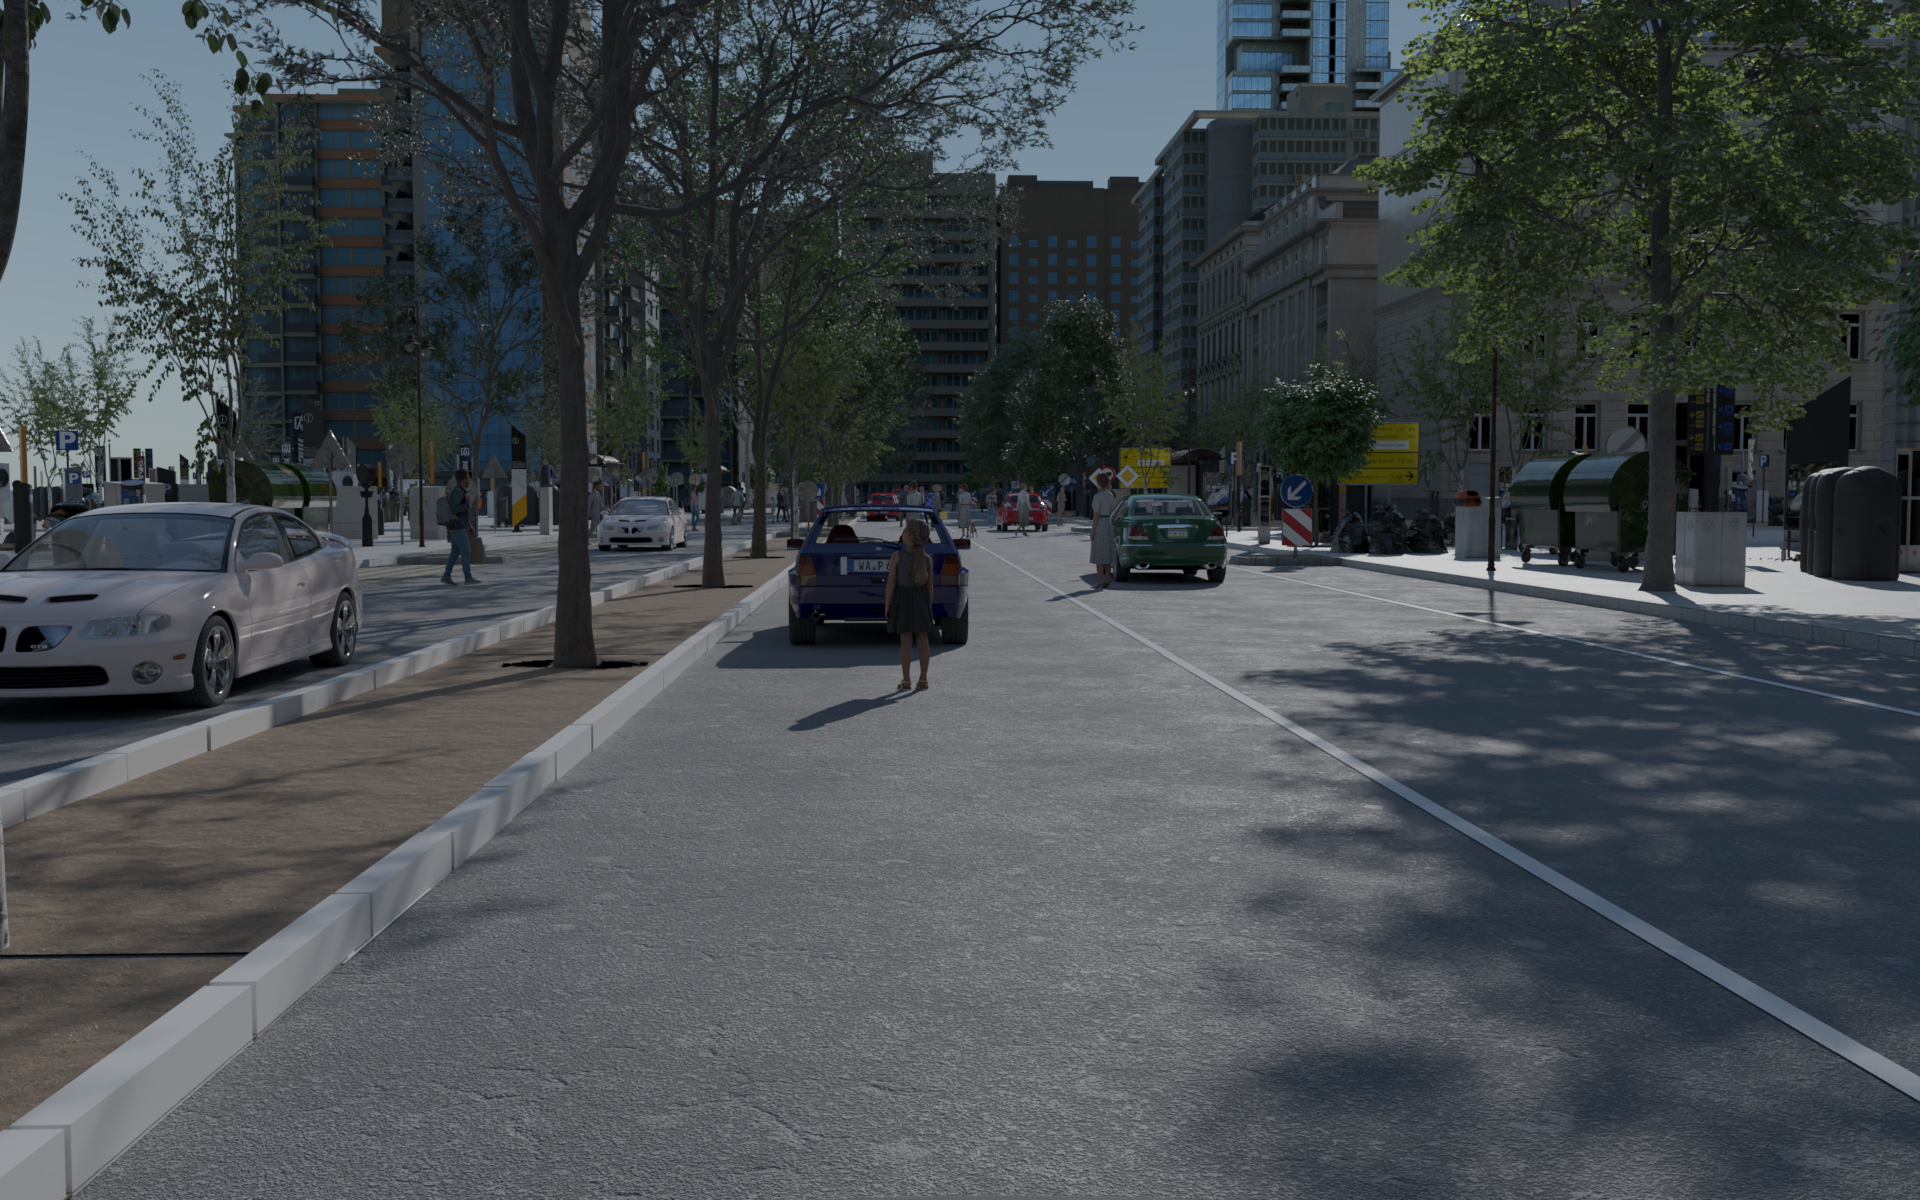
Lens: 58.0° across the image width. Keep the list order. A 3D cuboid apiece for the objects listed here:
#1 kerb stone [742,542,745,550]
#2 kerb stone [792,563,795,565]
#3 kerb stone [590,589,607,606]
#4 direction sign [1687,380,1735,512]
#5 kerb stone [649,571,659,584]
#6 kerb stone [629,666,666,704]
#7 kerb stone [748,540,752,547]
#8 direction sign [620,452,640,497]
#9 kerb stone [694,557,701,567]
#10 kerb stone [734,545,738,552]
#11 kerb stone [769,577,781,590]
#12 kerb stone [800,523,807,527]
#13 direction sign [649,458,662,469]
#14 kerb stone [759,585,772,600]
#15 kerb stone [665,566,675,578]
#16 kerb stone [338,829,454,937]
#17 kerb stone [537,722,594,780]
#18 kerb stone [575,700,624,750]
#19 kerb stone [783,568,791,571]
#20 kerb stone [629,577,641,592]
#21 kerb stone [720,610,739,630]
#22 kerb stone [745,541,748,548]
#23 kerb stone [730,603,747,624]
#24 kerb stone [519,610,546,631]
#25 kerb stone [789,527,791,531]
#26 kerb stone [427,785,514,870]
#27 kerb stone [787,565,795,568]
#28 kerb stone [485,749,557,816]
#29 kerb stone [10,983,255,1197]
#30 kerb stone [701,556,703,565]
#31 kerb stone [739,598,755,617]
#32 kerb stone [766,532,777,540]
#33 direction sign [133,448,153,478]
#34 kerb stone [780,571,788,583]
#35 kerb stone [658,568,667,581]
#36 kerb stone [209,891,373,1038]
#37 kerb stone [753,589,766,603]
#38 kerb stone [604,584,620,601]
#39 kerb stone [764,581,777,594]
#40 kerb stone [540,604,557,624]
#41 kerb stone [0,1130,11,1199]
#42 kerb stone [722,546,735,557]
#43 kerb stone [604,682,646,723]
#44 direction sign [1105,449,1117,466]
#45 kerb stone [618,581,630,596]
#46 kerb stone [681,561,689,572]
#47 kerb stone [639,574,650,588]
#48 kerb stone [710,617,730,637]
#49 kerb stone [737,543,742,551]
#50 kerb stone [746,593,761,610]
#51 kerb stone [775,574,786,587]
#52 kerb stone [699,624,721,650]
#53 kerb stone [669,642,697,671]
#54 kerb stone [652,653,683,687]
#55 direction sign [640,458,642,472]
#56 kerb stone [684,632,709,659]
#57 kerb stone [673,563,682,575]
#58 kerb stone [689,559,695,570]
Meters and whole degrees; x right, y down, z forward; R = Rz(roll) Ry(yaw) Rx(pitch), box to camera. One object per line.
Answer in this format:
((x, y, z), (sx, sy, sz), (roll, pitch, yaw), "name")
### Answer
((-5.606, -1.326, 43.888), (0.120, 0.150, 1.000), (0, 4, -2), "kerb stone")
((-2.977, -0.513, 30.642), (0.120, 0.150, 1.000), (0, 4, -2), "kerb stone")
((-4.735, -0.012, 22.385), (0.120, 0.150, 1.000), (0, 4, -2), "kerb stone")
((15.040, -2.615, 34.751), (0.876, 3.537, 0.379), (2, 4, 34), "direction sign")
((-4.946, -0.324, 27.501), (0.120, 0.150, 1.000), (0, 4, -2), "kerb stone")
((-2.219, 0.611, 12.213), (0.120, 0.150, 1.000), (0, 4, -2), "kerb stone")
((-5.690, -1.452, 45.931), (0.120, 0.150, 1.000), (0, 4, -2), "kerb stone")
((-17.927, -6.208, 93.490), (0.876, 3.537, 0.379), (-3, 4, -38), "direction sign")
((-5.194, -0.698, 33.644), (0.120, 0.150, 1.000), (0, 4, -2), "kerb stone")
((-5.525, -1.201, 41.834), (0.120, 0.150, 1.000), (0, 4, -2), "kerb stone")
((-2.764, -0.204, 25.528), (0.120, 0.150, 1.000), (0, 4, -2), "kerb stone")
((-6.965, -3.366, 77.235), (0.120, 0.150, 1.000), (0, 4, -2), "kerb stone")
((-19.251, -7.192, 109.588), (0.876, 3.537, 0.379), (1, 4, 11), "direction sign")
((-2.676, -0.074, 23.486), (0.120, 0.150, 1.000), (0, 4, -2), "kerb stone")
((-5.022, -0.449, 29.544), (0.120, 0.150, 1.000), (0, 4, -2), "kerb stone")
((-1.972, 0.986, 6.078), (0.120, 0.150, 1.000), (0, 4, -2), "kerb stone")
((-2.094, 0.801, 9.148), (0.120, 0.150, 1.000), (0, 4, -2), "kerb stone")
((-2.128, 0.736, 10.169), (0.120, 0.150, 1.000), (0, 4, -2), "kerb stone")
((-2.887, -0.389, 28.593), (0.120, 0.150, 1.000), (0, 4, -2), "kerb stone")
((-4.864, -0.194, 25.455), (0.120, 0.150, 1.000), (0, 4, -2), "kerb stone")
((-2.471, 0.238, 18.357), (0.120, 0.150, 1.000), (0, 4, -2), "kerb stone")
((-5.655, -1.389, 44.909), (0.120, 0.150, 1.000), (0, 4, -2), "kerb stone")
((-2.509, 0.174, 19.381), (0.120, 0.150, 1.000), (0, 4, -2), "kerb stone")
((-4.565, 0.238, 18.299), (0.120, 0.150, 1.000), (0, 4, -2), "kerb stone")
((-6.629, -2.865, 69.031), (0.120, 0.150, 1.000), (0, 4, -2), "kerb stone")
((-2.008, 0.927, 7.100), (0.120, 0.150, 1.000), (0, 4, -2), "kerb stone")
((-2.933, -0.453, 29.621), (0.120, 0.150, 1.000), (0, 4, -2), "kerb stone")
((-2.057, 0.861, 8.120), (0.120, 0.150, 1.000), (0, 4, -2), "kerb stone")
((-1.889, 1.111, 4.023), (0.120, 0.150, 1.000), (0, 4, -2), "kerb stone")
((-5.241, -0.760, 34.665), (0.120, 0.150, 1.000), (0, 4, -2), "kerb stone")
((-2.551, 0.109, 20.407), (0.120, 0.150, 1.000), (0, 4, -2), "kerb stone")
((-6.107, -2.076, 56.162), (0.120, 0.150, 1.000), (0, 4, -2), "kerb stone")
((-40.407, -5.734, 85.744), (0.876, 3.537, 0.379), (-2, 4, -27), "direction sign")
((-2.835, -0.326, 27.572), (0.120, 0.150, 1.000), (0, 4, -2), "kerb stone")
((-4.992, -0.387, 28.522), (0.120, 0.150, 1.000), (0, 4, -2), "kerb stone")
((-1.933, 1.048, 5.057), (0.120, 0.150, 1.000), (0, 4, -2), "kerb stone")
((-2.641, -0.011, 22.457), (0.120, 0.150, 1.000), (0, 4, -2), "kerb stone")
((-4.772, -0.074, 23.406), (0.120, 0.150, 1.000), (0, 4, -2), "kerb stone")
((-2.723, -0.140, 24.507), (0.120, 0.150, 1.000), (0, 4, -2), "kerb stone")
((-4.608, 0.176, 19.320), (0.120, 0.150, 1.000), (0, 4, -2), "kerb stone")
((-1.850, 1.174, 3.002), (0.120, 0.150, 1.000), (0, 4, -2), "kerb stone")
((-5.478, -1.139, 40.814), (0.120, 0.150, 1.000), (0, 4, -2), "kerb stone")
((-2.175, 0.673, 11.192), (0.120, 0.150, 1.000), (0, 4, -2), "kerb stone")
((7.591, -5.799, 86.803), (0.876, 3.537, 0.379), (-2, 4, -34), "direction sign")
((-4.824, -0.134, 24.430), (0.120, 0.150, 1.000), (0, 4, -2), "kerb stone")
((-5.108, -0.575, 31.591), (0.120, 0.150, 1.000), (0, 4, -2), "kerb stone")
((-4.906, -0.262, 26.480), (0.120, 0.150, 1.000), (0, 4, -2), "kerb stone")
((-2.433, 0.305, 17.328), (0.120, 0.150, 1.000), (0, 4, -2), "kerb stone")
((-5.571, -1.261, 42.867), (0.120, 0.150, 1.000), (0, 4, -2), "kerb stone")
((-2.596, 0.049, 21.436), (0.120, 0.150, 1.000), (0, 4, -2), "kerb stone")
((-2.797, -0.265, 26.549), (0.120, 0.150, 1.000), (0, 4, -2), "kerb stone")
((-2.382, 0.361, 16.298), (0.120, 0.150, 1.000), (0, 4, -2), "kerb stone")
((-2.305, 0.488, 14.255), (0.120, 0.150, 1.000), (0, 4, -2), "kerb stone")
((-2.259, 0.549, 13.234), (0.120, 0.150, 1.000), (0, 4, -2), "kerb stone")
((-20.447, -7.221, 110.063), (0.876, 3.537, 0.379), (1, 4, 12), "direction sign")
((-2.345, 0.423, 15.277), (0.120, 0.150, 1.000), (0, 4, -2), "kerb stone")
((-5.066, -0.512, 30.565), (0.120, 0.150, 1.000), (0, 4, -2), "kerb stone")
((-5.154, -0.637, 32.612), (0.120, 0.150, 1.000), (0, 4, -2), "kerb stone")
